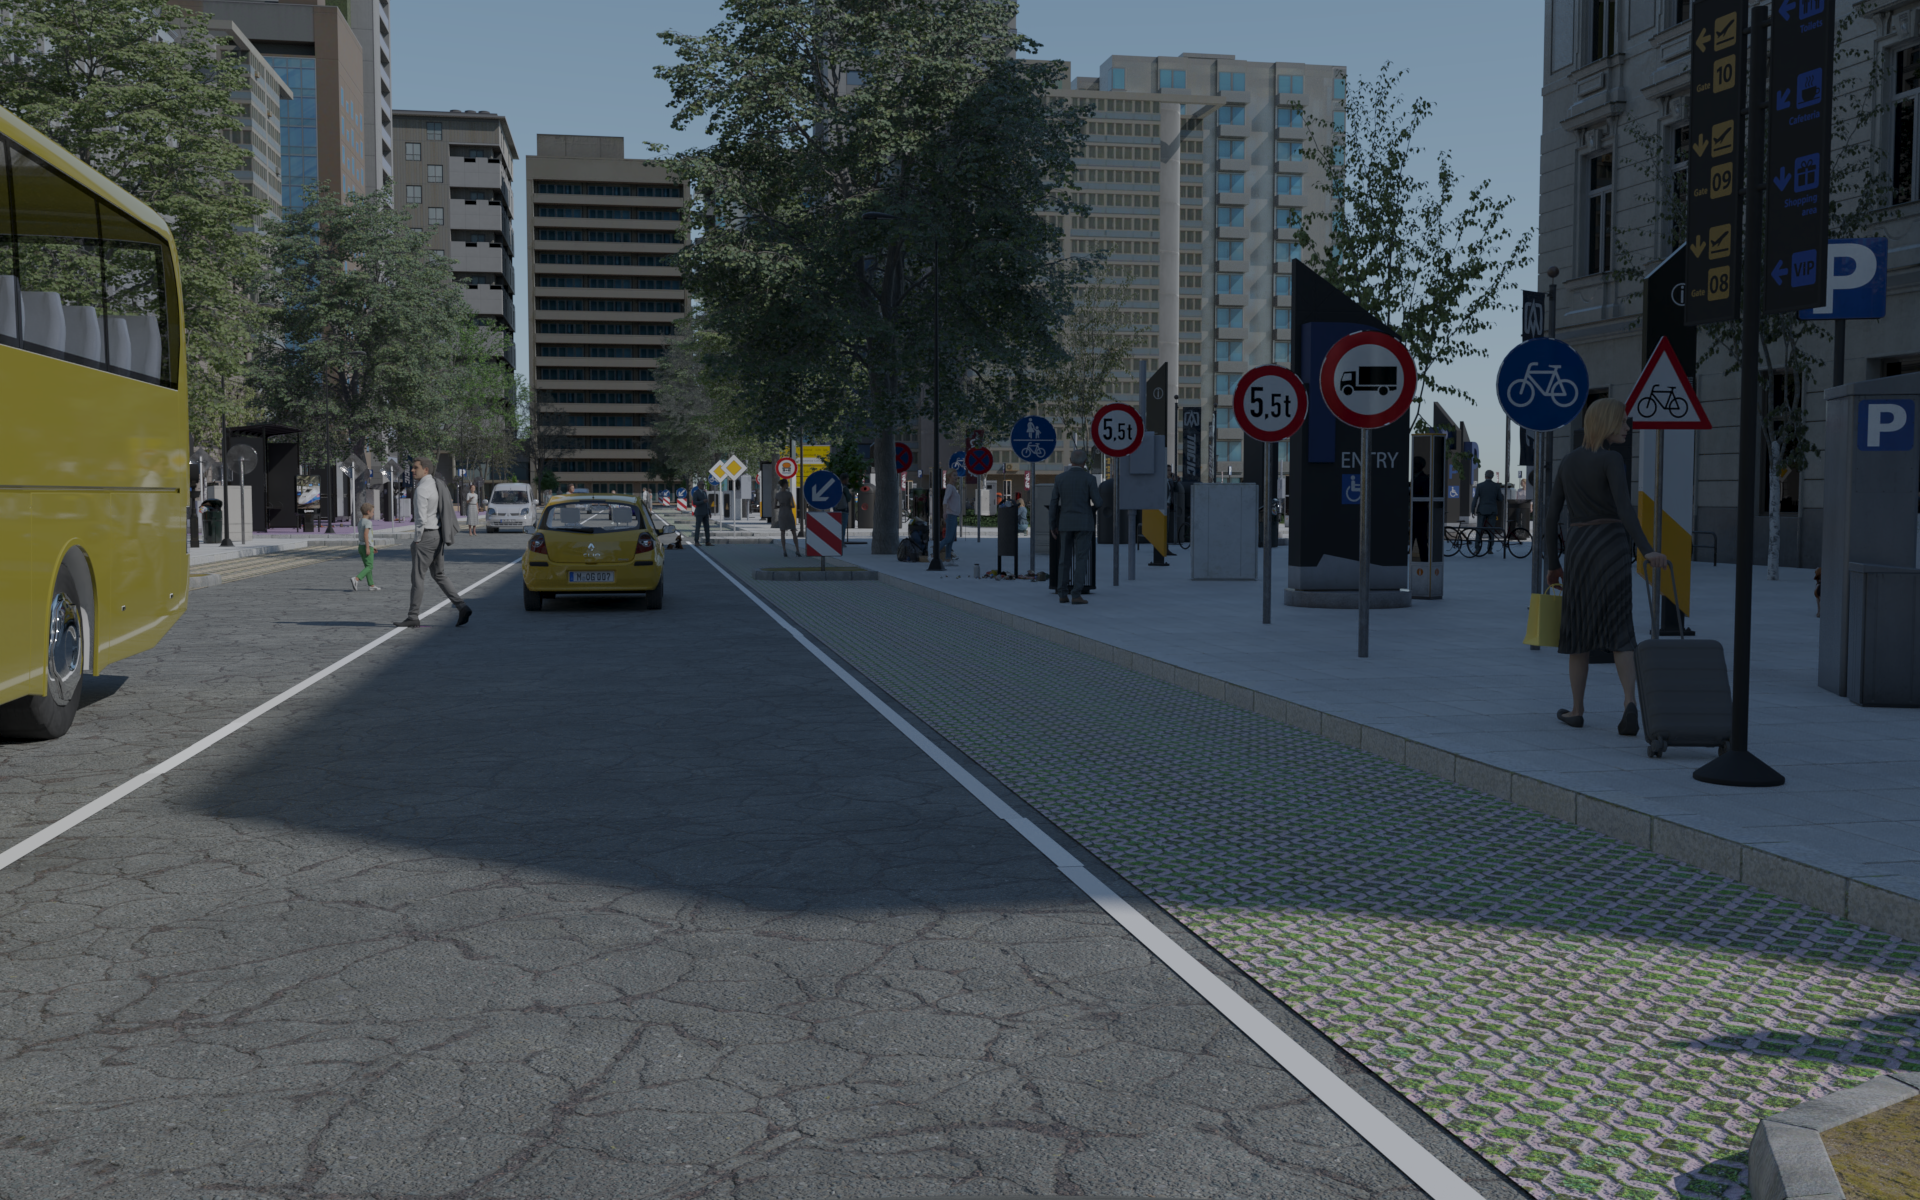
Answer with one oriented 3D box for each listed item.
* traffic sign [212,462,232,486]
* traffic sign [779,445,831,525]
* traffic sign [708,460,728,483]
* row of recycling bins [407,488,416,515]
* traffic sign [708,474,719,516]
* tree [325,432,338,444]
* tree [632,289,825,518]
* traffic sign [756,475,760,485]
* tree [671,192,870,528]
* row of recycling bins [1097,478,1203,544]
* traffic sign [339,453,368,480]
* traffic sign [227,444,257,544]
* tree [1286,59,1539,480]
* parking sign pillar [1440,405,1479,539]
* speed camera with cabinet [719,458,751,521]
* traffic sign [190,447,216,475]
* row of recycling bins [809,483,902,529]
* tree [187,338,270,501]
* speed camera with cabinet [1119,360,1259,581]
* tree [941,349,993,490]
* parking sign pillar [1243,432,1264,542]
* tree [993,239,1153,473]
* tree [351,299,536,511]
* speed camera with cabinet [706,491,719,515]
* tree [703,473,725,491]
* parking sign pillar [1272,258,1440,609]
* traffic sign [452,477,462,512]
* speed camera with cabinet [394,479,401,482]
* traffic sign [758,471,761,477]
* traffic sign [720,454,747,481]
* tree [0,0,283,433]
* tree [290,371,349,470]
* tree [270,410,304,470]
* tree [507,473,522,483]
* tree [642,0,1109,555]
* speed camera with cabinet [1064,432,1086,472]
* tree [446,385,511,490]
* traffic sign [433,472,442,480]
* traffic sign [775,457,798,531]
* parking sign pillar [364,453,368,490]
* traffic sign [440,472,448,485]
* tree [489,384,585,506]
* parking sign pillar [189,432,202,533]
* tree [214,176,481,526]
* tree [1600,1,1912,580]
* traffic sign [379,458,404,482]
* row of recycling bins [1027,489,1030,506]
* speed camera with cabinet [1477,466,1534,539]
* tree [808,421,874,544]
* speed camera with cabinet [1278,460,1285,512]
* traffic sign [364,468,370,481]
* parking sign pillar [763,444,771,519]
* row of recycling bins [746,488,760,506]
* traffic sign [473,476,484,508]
[{"bbox_3d":[-23.496,-3.246,55.197,0.606,2.300,0.079,-1,4,-9],"label":"traffic sign"},{"bbox_3d":[-6.461,-4.752,71.574,2.265,3.308,0.079,0,4,-6],"label":"traffic sign"},{"bbox_3d":[-8.095,-3.455,58.673,0.795,2.593,0.064,-1,4,-11],"label":"traffic sign"},{"bbox_3d":[-33.707,-6.202,108.512,3.534,1.692,1.069,3,5,44],"label":"row of recycling bins"},{"bbox_3d":[-14.416,-6.222,101.841,0.768,2.556,0.104,0,4,-7],"label":"traffic sign"},{"bbox_3d":[-44.296,-10.287,118.558,4.737,8.622,4.395,0,3,0],"label":"tree"},{"bbox_3d":[-11.739,-11.188,93.293,12.009,13.543,11.850,0,3,0],"label":"tree"},{"bbox_3d":[-11.445,-6.131,100.341,0.768,2.556,0.104,0,4,-7],"label":"traffic sign"},{"bbox_3d":[-6.778,-8.951,64.481,7.486,12.596,7.792,0,3,0],"label":"tree"},{"bbox_3d":[5.087,-2.339,45.361,3.534,1.692,1.069,-3,4,-37],"label":"row of recycling bins"},{"bbox_3d":[-17.118,-2.855,48.862,0.795,2.593,0.064,-1,4,-11],"label":"traffic sign"},{"bbox_3d":[-18.292,-2.693,44.131,0.768,2.556,0.104,0,4,-4],"label":"traffic sign"},{"bbox_3d":[7.416,-4.857,29.774,4.737,8.622,4.395,0,3,0],"label":"tree"},{"bbox_3d":[13.878,-3.755,49.858,1.447,3.967,1.447,-1,4,-15],"label":"parking sign pillar"},{"bbox_3d":[-10.843,-5.496,84.188,0.660,3.252,2.038,-2,4,-33],"label":"speed camera with cabinet"},{"bbox_3d":[-21.284,-2.988,48.581,0.795,2.593,0.064,0,4,-4],"label":"traffic sign"},{"bbox_3d":[-3.890,-3.500,64.345,3.534,1.692,1.069,0,4,5],"label":"row of recycling bins"},{"bbox_3d":[-35.914,-8.067,82.260,4.737,8.622,4.395,0,3,0],"label":"tree"},{"bbox_3d":[3.412,-1.927,25.847,2.038,3.252,0.660,0,4,6],"label":"speed camera with cabinet"},{"bbox_3d":[1.072,-8.208,84.555,4.360,8.622,3.978,0,3,0],"label":"tree"},{"bbox_3d":[7.524,-3.358,43.383,1.447,3.967,1.447,-1,4,-12],"label":"parking sign pillar"},{"bbox_3d":[3.416,-6.047,49.234,4.360,8.622,3.978,0,3,0],"label":"tree"},{"bbox_3d":[-27.534,-10.074,90.473,9.928,11.665,9.643,0,3,0],"label":"tree"},{"bbox_3d":[-14.167,-6.696,103.817,2.038,3.252,0.660,0,4,6],"label":"speed camera with cabinet"},{"bbox_3d":[-18.620,-8.368,131.411,1.663,3.219,1.824,0,3,0],"label":"tree"},{"bbox_3d":[4.474,-1.921,19.889,1.447,3.967,1.447,-1,4,-9],"label":"parking sign pillar"},{"bbox_3d":[-35.401,-7.463,122.131,0.768,2.556,0.104,0,4,-1],"label":"traffic sign"},{"bbox_3d":[-38.202,-7.383,115.043,2.038,3.252,0.660,0,4,-1],"label":"speed camera with cabinet"},{"bbox_3d":[-8.804,-4.844,78.932,0.795,2.593,0.064,0,4,-3],"label":"traffic sign"},{"bbox_3d":[-6.607,-2.975,50.828,0.795,2.593,0.064,-1,4,-11],"label":"traffic sign"},{"bbox_3d":[-17.242,-7.119,34.523,7.486,12.596,7.792,0,3,0],"label":"tree"},{"bbox_3d":[-36.916,-9.187,100.572,4.360,8.622,3.978,0,3,0],"label":"tree"},{"bbox_3d":[-37.056,-8.601,90.996,4.737,8.622,4.395,0,3,0],"label":"tree"},{"bbox_3d":[-40.203,-9.892,156.342,1.663,3.219,1.824,0,3,0],"label":"tree"},{"bbox_3d":[-1.683,-7.946,36.580,9.857,13.997,8.962,0,3,0],"label":"tree"},{"bbox_3d":[4.242,-3.599,53.179,2.038,3.252,0.660,1,4,22],"label":"speed camera with cabinet"},{"bbox_3d":[-32.027,-9.964,113.274,4.360,8.622,3.978,0,3,0],"label":"tree"},{"bbox_3d":[-29.596,-5.965,97.625,0.768,2.556,0.104,-1,4,-9],"label":"traffic sign"},{"bbox_3d":[-5.937,-3.621,59.316,0.768,2.556,0.104,-1,4,-10],"label":"traffic sign"},{"bbox_3d":[-36.100,-7.104,104.630,1.447,3.967,1.447,-2,4,-26],"label":"parking sign pillar"},{"bbox_3d":[-30.332,-6.186,101.142,0.884,2.594,0.081,0,4,-7],"label":"traffic sign"},{"bbox_3d":[-46.732,-17.244,192.308,12.009,13.543,11.850,0,3,0],"label":"tree"},{"bbox_3d":[-25.477,-4.169,56.638,1.447,3.967,1.447,-3,5,-43],"label":"parking sign pillar"},{"bbox_3d":[-24.025,-9.900,68.520,9.857,13.997,8.962,0,3,0],"label":"tree"},{"bbox_3d":[11.869,-4.595,25.484,4.360,8.622,3.978,0,3,0],"label":"tree"},{"bbox_3d":[-18.606,-3.334,56.708,0.795,2.593,0.064,-1,4,-11],"label":"traffic sign"},{"bbox_3d":[6.598,-7.244,125.551,3.534,1.692,1.069,0,4,4],"label":"row of recycling bins"},{"bbox_3d":[15.935,-3.385,49.684,2.038,3.252,0.660,2,4,32],"label":"speed camera with cabinet"},{"bbox_3d":[-2.894,-3.060,44.630,1.663,3.219,1.824,0,3,0],"label":"tree"},{"bbox_3d":[18.872,-6.421,99.317,0.660,3.252,2.038,-1,4,-13],"label":"speed camera with cabinet"},{"bbox_3d":[-25.803,-4.559,74.639,0.768,2.556,0.104,0,4,-4],"label":"traffic sign"},{"bbox_3d":[-9.222,-6.026,86.999,1.447,3.967,1.447,-1,4,-19],"label":"parking sign pillar"},{"bbox_3d":[-14.249,-7.244,125.558,3.534,1.692,1.069,-3,5,-39],"label":"row of recycling bins"},{"bbox_3d":[-34.792,-7.655,125.266,0.768,2.556,0.104,-1,4,-10],"label":"traffic sign"}]
